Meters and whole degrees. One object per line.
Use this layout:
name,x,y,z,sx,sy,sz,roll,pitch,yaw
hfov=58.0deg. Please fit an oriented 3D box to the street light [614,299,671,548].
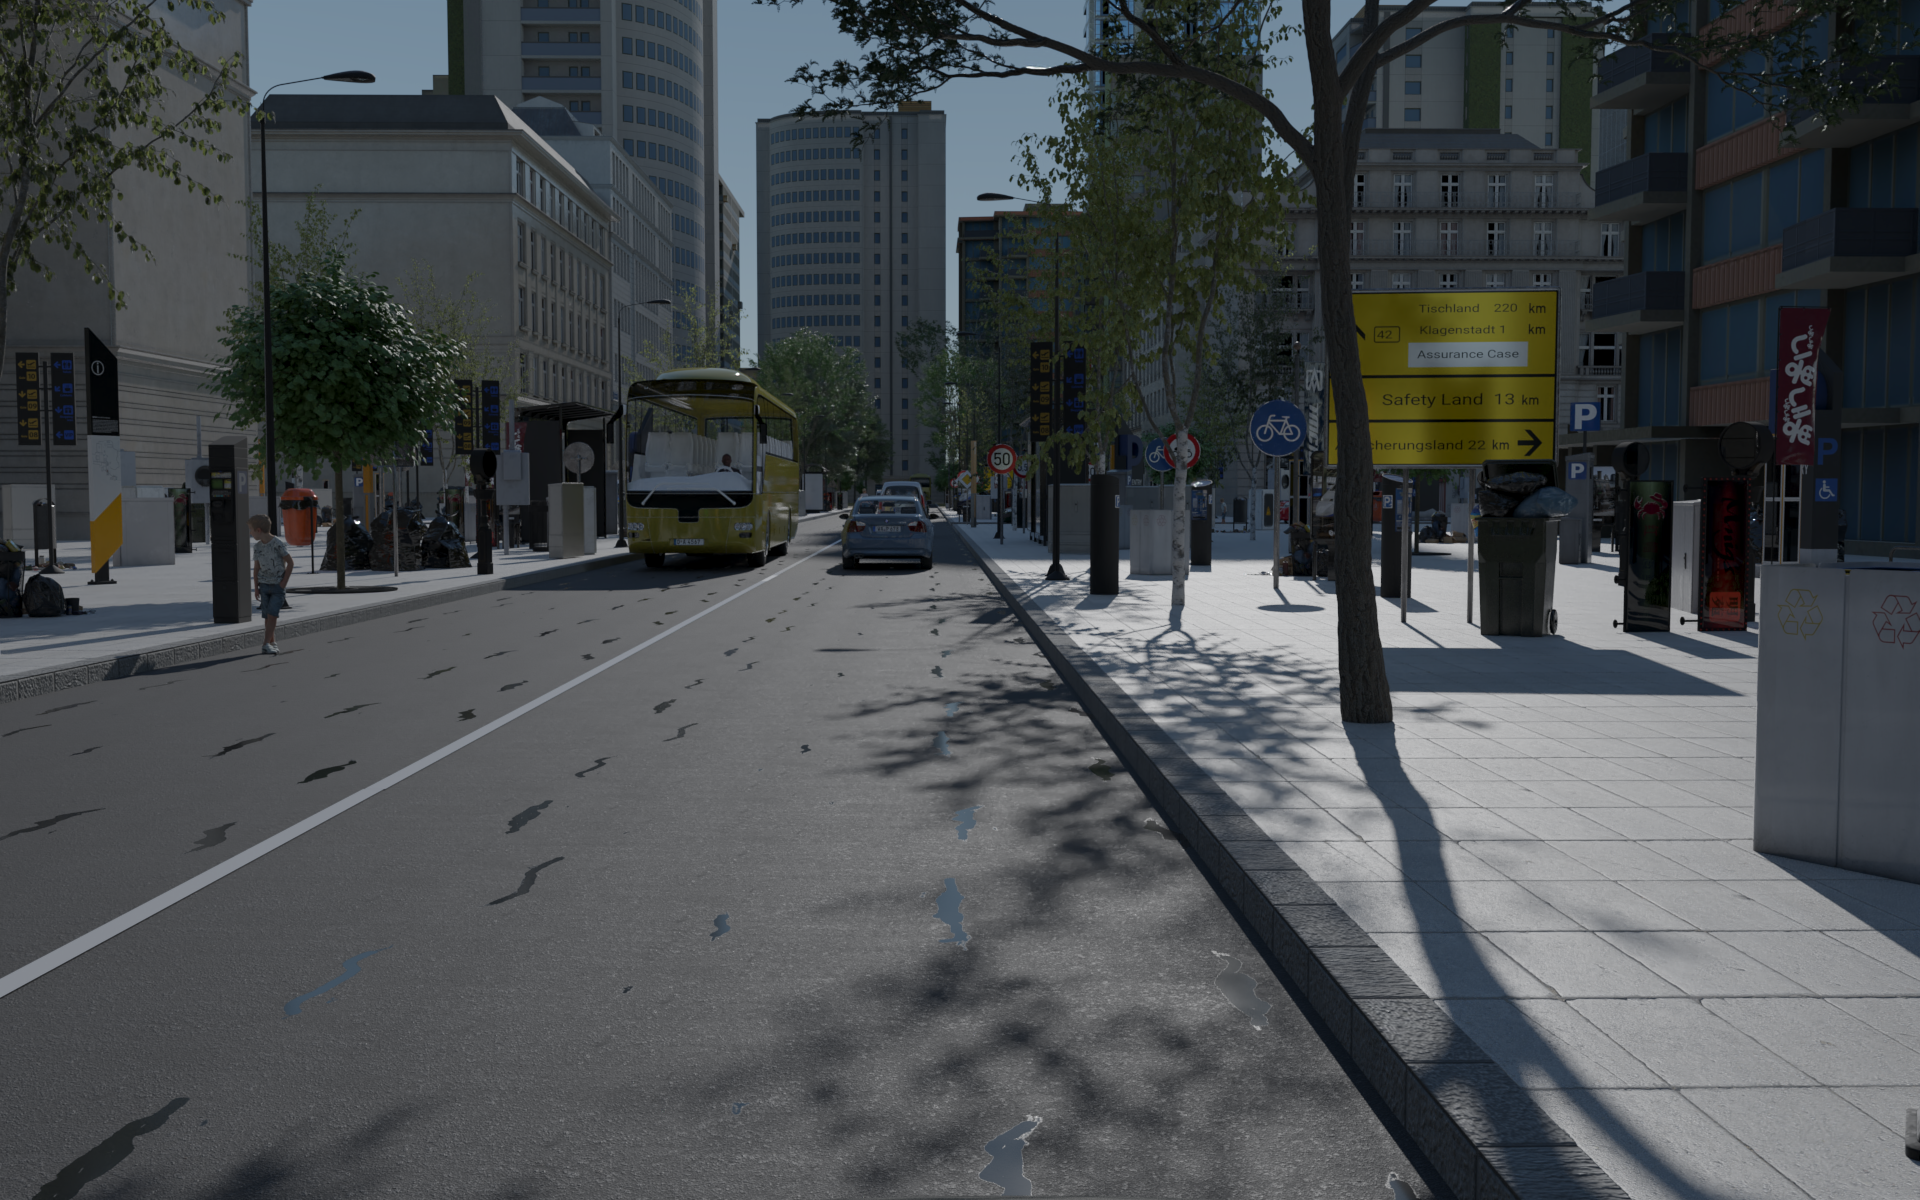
street light,-7.587,-4.213,41.422,1.470,5.913,1.316,0,4,-1

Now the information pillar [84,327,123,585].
information pillar,-12.162,-2.033,24.590,0.183,3.616,0.504,2,4,24

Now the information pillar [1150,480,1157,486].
information pillar,10.410,-5.426,93.204,0.304,2.012,0.304,-2,4,-25

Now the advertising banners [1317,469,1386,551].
advertising banners,8.890,-2.635,39.263,2.074,3.025,0.090,-1,4,-22

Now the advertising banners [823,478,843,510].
advertising banners,-10.486,-8.847,140.834,2.074,3.025,0.090,-1,4,-10

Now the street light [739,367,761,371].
street light,-8.008,-5.571,63.621,1.470,5.913,1.316,0,4,-1

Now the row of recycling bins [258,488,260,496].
row of recycling bins,-36.063,-4.867,86.692,3.534,1.692,1.069,3,5,39

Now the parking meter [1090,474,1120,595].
parking meter,1.849,-0.840,22.140,0.372,1.533,0.369,0,3,0

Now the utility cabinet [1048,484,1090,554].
utility cabinet,2.460,-1.733,37.017,1.173,1.500,0.318,2,4,32

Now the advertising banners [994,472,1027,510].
advertising banners,2.388,-5.396,84.418,2.074,3.025,0.090,-3,4,-37

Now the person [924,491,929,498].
person,-3.769,-10.632,183.117,1.217,1.735,0.721,-2,4,-29

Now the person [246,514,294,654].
person,-6.209,-0.148,15.607,0.352,1.250,0.332,-3,5,-45

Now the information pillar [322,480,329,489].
information pillar,-32.777,-5.200,89.511,0.304,2.012,0.304,-2,4,-25

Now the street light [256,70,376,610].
street light,-7.108,-2.850,19.144,1.470,5.913,1.316,0,4,-1

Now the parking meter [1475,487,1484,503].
parking meter,19.296,-3.424,64.391,0.372,1.533,0.369,0,3,0

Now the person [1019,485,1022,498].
person,2.553,-4.089,75.167,0.447,1.846,0.655,-1,4,-14

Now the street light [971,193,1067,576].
street light,0.958,-3.323,26.865,1.470,5.913,1.316,0,4,-1

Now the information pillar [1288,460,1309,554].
information pillar,7.266,-1.998,37.161,0.304,2.012,0.304,-2,4,-31

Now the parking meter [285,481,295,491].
parking meter,-30.638,-4.500,79.279,0.399,1.863,0.255,0,4,-8

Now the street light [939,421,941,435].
street light,-0.181,-7.037,87.596,1.470,5.913,1.316,0,4,-1

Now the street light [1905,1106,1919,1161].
street light,1.472,-1.876,3.209,1.470,5.913,1.316,0,4,-1

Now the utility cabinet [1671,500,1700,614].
utility cabinet,8.069,-0.481,19.028,0.306,1.237,1.020,1,4,11

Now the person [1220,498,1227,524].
person,11.717,-3.908,77.078,0.352,1.250,0.332,2,4,33

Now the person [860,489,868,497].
person,-5.318,-5.430,97.957,0.731,1.740,0.598,0,4,5

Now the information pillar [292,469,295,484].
information pillar,-34.640,-6.033,89.998,0.183,3.616,0.504,-1,4,-14

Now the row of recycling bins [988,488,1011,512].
row of recycling bins,2.974,-7.043,122.260,1.069,1.692,3.534,-2,4,-26

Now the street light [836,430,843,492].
street light,-9.085,-9.286,124.366,1.470,5.913,1.316,0,4,-1

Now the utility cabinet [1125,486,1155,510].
utility cabinet,5.133,-2.369,47.411,1.173,1.500,0.318,0,4,-2

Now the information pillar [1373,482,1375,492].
information pillar,13.490,-4.035,57.334,0.504,3.616,0.183,0,4,0

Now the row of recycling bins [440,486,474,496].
row of recycling bins,-26.036,-5.042,89.542,1.069,1.692,3.534,0,4,3

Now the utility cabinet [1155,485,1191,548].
utility cabinet,5.274,-1.968,40.852,1.173,1.500,0.318,1,4,11

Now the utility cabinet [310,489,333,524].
utility cabinet,-26.851,-3.891,72.302,1.173,1.500,0.318,-2,4,-33

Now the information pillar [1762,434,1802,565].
information pillar,10.063,-1.022,21.202,0.304,2.012,0.304,-1,4,-19

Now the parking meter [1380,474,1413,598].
parking meter,5.418,-0.800,21.493,0.372,1.533,0.369,0,3,0

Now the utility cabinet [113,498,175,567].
utility cabinet,-14.657,-1.218,31.077,0.306,1.237,1.020,3,4,36

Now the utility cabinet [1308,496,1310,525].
utility cabinet,14.347,-3.511,68.571,1.020,1.237,0.306,0,4,8

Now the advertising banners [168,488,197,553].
advertising banners,-17.602,-2.515,37.308,2.074,3.025,0.090,-1,4,-14

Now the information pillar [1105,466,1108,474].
information pillar,11.613,-8.930,137.354,0.183,3.616,0.504,-2,4,-30

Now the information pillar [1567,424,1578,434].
information pillar,20.472,-4.063,57.790,0.504,3.616,0.183,0,4,1

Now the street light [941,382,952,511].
street light,0.047,-6.075,71.870,1.470,5.913,1.316,0,4,-1

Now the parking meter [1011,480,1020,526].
parking meter,2.231,-3.912,69.670,0.255,1.863,0.399,-1,4,-13

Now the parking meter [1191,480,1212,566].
parking meter,4.339,-1.390,31.132,0.372,1.533,0.369,0,3,0

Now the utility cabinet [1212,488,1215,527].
utility cabinet,9.132,-3.513,66.119,1.173,1.500,0.318,2,4,29

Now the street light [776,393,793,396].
street light,-8.366,-6.564,79.870,1.470,5.913,1.316,0,4,-1

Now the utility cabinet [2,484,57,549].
utility cabinet,-21.408,-1.905,39.833,0.318,1.500,1.173,1,4,21

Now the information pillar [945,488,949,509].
information pillar,-1.105,-9.053,152.500,0.304,2.012,0.304,1,4,12

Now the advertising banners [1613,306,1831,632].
advertising banners,7.102,-1.219,16.112,2.074,3.025,0.090,0,4,-8

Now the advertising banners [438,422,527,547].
advertising banners,-11.501,-2.796,41.909,2.074,3.025,0.090,0,4,-3

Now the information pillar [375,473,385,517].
information pillar,-20.466,-3.463,61.113,0.304,2.012,0.304,-1,4,-15

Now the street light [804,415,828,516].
street light,-8.634,-7.922,102.071,1.470,5.913,1.316,0,4,-1

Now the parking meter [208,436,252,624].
parking meter,-7.262,-0.705,17.234,0.255,1.863,0.399,0,4,1

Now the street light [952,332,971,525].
street light,0.584,-4.718,49.674,1.470,5.913,1.316,0,4,-1
